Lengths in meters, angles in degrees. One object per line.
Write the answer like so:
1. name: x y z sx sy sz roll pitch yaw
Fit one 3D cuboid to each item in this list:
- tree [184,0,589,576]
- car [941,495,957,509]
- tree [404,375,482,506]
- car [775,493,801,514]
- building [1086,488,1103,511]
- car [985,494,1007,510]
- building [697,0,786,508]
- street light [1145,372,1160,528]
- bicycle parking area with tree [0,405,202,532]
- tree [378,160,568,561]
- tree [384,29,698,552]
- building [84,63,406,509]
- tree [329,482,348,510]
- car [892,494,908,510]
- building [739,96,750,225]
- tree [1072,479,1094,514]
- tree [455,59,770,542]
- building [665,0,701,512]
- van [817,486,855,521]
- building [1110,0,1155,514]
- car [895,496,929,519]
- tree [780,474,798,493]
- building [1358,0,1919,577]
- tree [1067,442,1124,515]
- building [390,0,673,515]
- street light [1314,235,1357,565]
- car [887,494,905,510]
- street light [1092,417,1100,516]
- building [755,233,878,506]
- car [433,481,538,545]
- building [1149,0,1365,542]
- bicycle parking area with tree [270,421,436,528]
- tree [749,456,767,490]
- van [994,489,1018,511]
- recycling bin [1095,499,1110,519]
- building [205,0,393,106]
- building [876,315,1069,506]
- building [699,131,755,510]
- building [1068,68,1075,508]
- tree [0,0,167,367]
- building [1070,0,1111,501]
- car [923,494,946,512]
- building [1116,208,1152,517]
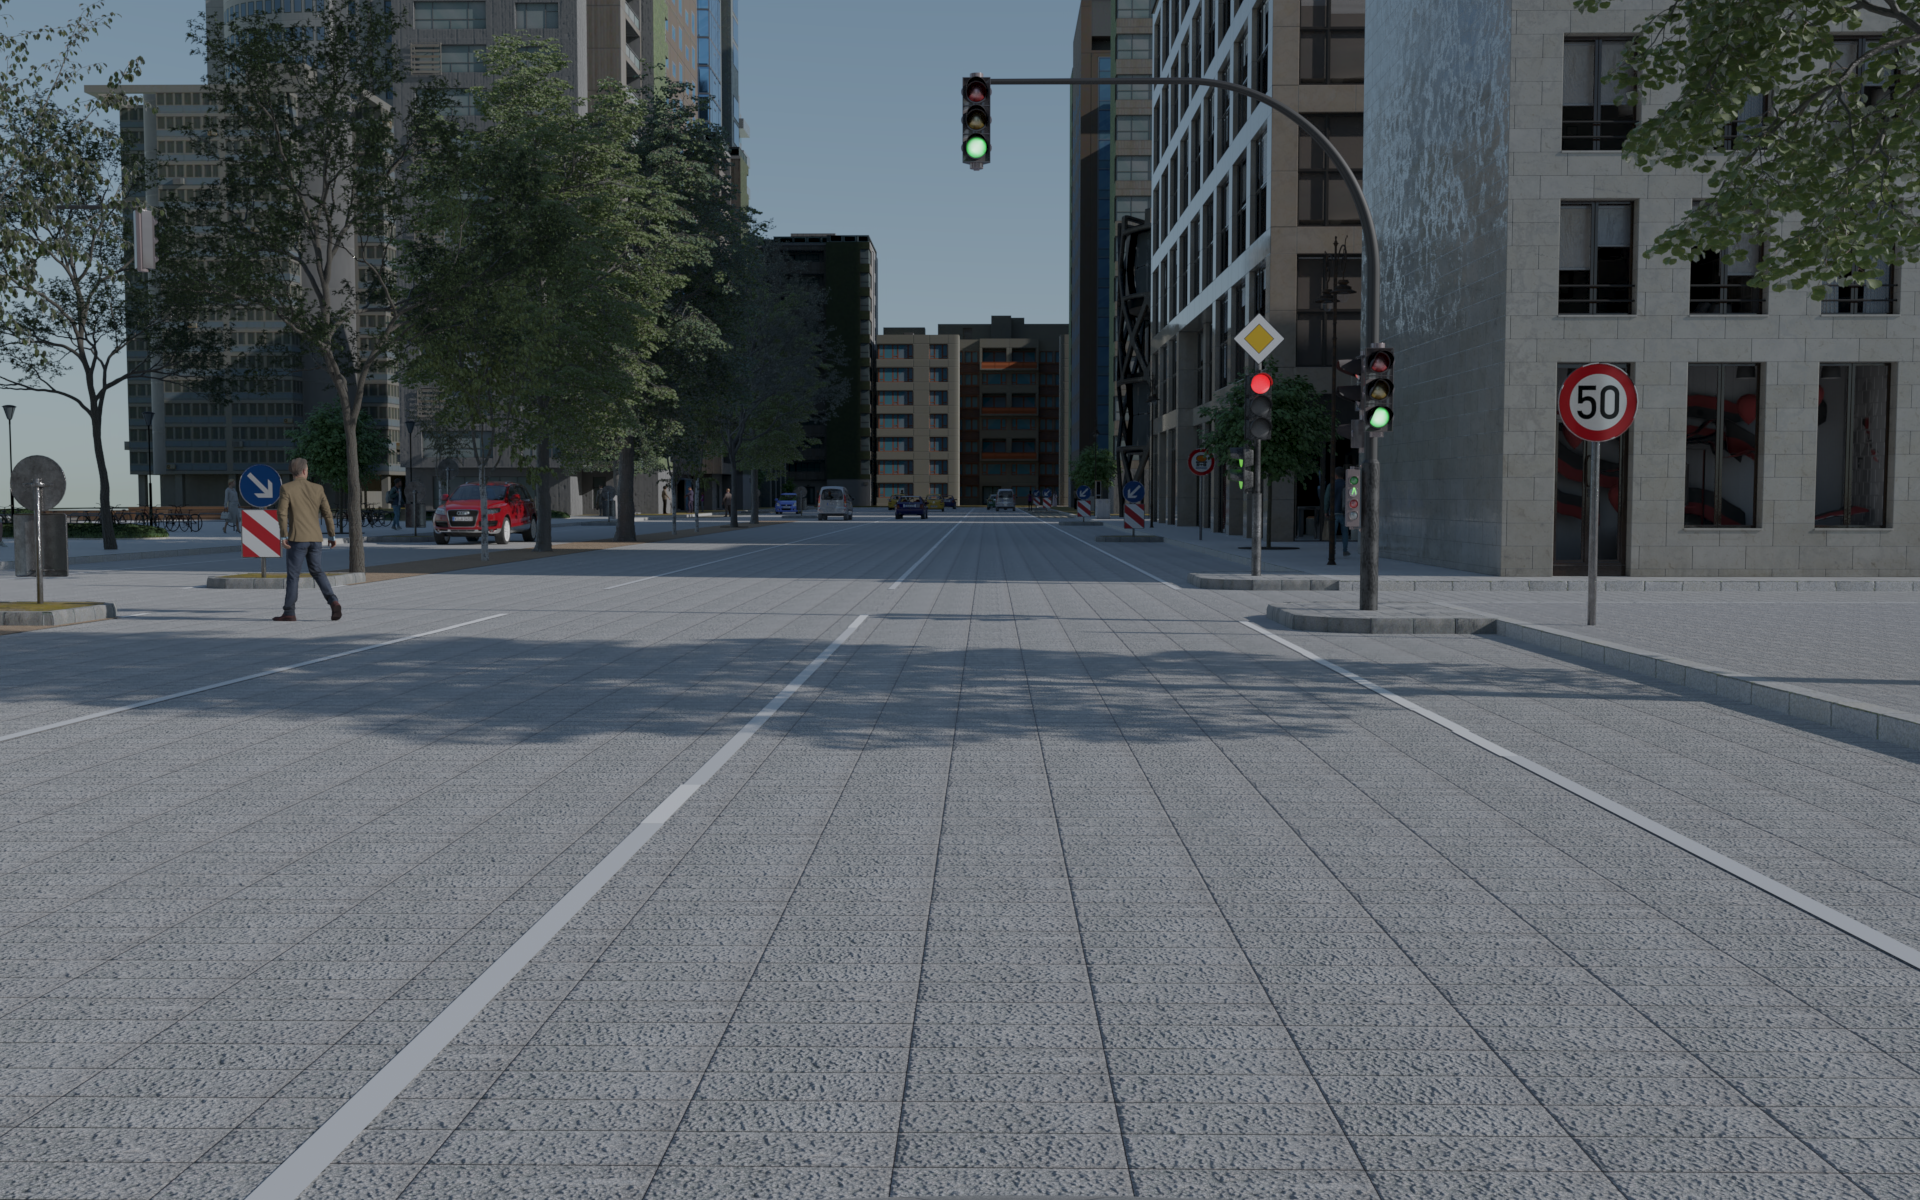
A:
1. tree: -10.459 -5.706 30.164 8.767 10.594 7.601 0 4 1
2. car: -1.259 -9.377 165.886 1.945 1.354 3.894 0 4 2
3. tree: -29.734 -9.133 99.690 4.360 8.622 3.978 0 3 0
4. car: -12.280 -7.017 124.323 1.945 1.707 3.694 0 4 0
5. building: 26.446 -27.188 136.401 32.217 40.220 23.993 0 4 1
6. car: 3.356 -8.900 157.305 2.131 1.459 4.920 0 4 1
7. building: -33.648 -52.162 165.513 31.000 86.520 22.319 0 4 1
8. street light: 7.308 -5.692 65.852 0.468 5.910 1.993 0 4 1
9. bicycle parking area with tree: -29.543 -4.356 58.225 9.016 4.147 8.231 3 5 40
10. tree: -10.124 -5.121 36.555 4.737 8.622 4.395 0 3 0
11. tree: -10.424 -7.487 42.997 7.486 12.596 7.792 0 3 0
12. building: -61.849 -28.768 162.238 23.993 40.220 32.217 0 4 1
13. tree: -35.697 -6.489 100.695 1.663 3.219 1.824 0 3 0
14. car: -5.406 -9.148 159.353 2.009 1.686 4.222 0 4 0
15. building: -39.181 -35.403 198.440 30.456 49.044 23.786 0 4 1
16. tree: 8.179 -7.322 114.314 1.663 3.219 1.824 0 3 0
17. tree: -10.110 -8.733 51.893 9.857 13.997 8.962 0 3 0
18. building: -26.706 -28.954 123.514 14.600 45.320 14.200 0 4 1
19. van: -6.834 -5.382 95.006 2.013 2.044 4.112 0 4 1
20. building: 16.971 -26.466 116.310 14.154 41.232 14.086 0 4 1
21. car: -2.777 -5.339 99.875 1.945 1.354 3.894 0 4 2
22. tree: -16.960 -10.837 171.792 1.663 3.219 1.824 0 3 0
23. building: 16.865 -10.795 31.250 16.860 20.320 10.420 0 4 1
24. tree: 8.352 -7.489 106.161 4.285 4.588 4.351 0 3 0
25. building: -26.567 -26.038 109.310 14.154 41.232 14.086 0 4 1
26. street light: 6.731 -3.572 31.191 0.468 5.910 1.993 0 4 1
27. car: -5.465 -8.775 153.690 2.015 1.641 3.980 0 4 1
28. street light: 7.968 -7.891 101.798 0.468 5.910 1.993 0 4 1
29. building: -16.477 -25.873 194.732 14.107 30.474 14.160 0 4 1
30. car: -13.880 -2.580 50.856 2.281 1.827 5.304 0 4 0
31. building: 18.116 -15.777 62.472 19.350 26.468 34.151 0 4 1
32. bicycle parking area with tree: -23.853 -5.038 69.381 8.231 4.147 9.016 3 4 38
33. tree: -18.137 -10.073 148.404 4.285 4.588 4.351 0 3 0
34. van: 3.802 -8.397 144.297 2.013 2.044 4.112 0 4 2
35. recycling bin: 7.392 -4.713 89.610 0.722 1.027 0.722 0 4 0
36. building: -69.269 -40.069 197.124 28.212 58.520 21.231 0 4 1
37. building: 5.599 -21.805 201.556 28.899 21.520 27.650 0 4 1
38. building: -24.712 -22.411 138.115 14.160 30.474 14.107 0 4 1
39. building: 17.626 -29.731 169.696 14.154 41.232 14.086 0 4 1
40. tree: -10.617 -3.986 17.984 4.360 8.622 3.978 0 3 0
41. building: 17.317 -30.908 155.458 14.600 45.320 14.200 0 4 1
42. car: -2.135 -8.042 141.705 2.015 1.641 3.980 0 4 -1
43. building: 16.867 -13.848 93.864 16.820 18.784 16.811 0 4 1
